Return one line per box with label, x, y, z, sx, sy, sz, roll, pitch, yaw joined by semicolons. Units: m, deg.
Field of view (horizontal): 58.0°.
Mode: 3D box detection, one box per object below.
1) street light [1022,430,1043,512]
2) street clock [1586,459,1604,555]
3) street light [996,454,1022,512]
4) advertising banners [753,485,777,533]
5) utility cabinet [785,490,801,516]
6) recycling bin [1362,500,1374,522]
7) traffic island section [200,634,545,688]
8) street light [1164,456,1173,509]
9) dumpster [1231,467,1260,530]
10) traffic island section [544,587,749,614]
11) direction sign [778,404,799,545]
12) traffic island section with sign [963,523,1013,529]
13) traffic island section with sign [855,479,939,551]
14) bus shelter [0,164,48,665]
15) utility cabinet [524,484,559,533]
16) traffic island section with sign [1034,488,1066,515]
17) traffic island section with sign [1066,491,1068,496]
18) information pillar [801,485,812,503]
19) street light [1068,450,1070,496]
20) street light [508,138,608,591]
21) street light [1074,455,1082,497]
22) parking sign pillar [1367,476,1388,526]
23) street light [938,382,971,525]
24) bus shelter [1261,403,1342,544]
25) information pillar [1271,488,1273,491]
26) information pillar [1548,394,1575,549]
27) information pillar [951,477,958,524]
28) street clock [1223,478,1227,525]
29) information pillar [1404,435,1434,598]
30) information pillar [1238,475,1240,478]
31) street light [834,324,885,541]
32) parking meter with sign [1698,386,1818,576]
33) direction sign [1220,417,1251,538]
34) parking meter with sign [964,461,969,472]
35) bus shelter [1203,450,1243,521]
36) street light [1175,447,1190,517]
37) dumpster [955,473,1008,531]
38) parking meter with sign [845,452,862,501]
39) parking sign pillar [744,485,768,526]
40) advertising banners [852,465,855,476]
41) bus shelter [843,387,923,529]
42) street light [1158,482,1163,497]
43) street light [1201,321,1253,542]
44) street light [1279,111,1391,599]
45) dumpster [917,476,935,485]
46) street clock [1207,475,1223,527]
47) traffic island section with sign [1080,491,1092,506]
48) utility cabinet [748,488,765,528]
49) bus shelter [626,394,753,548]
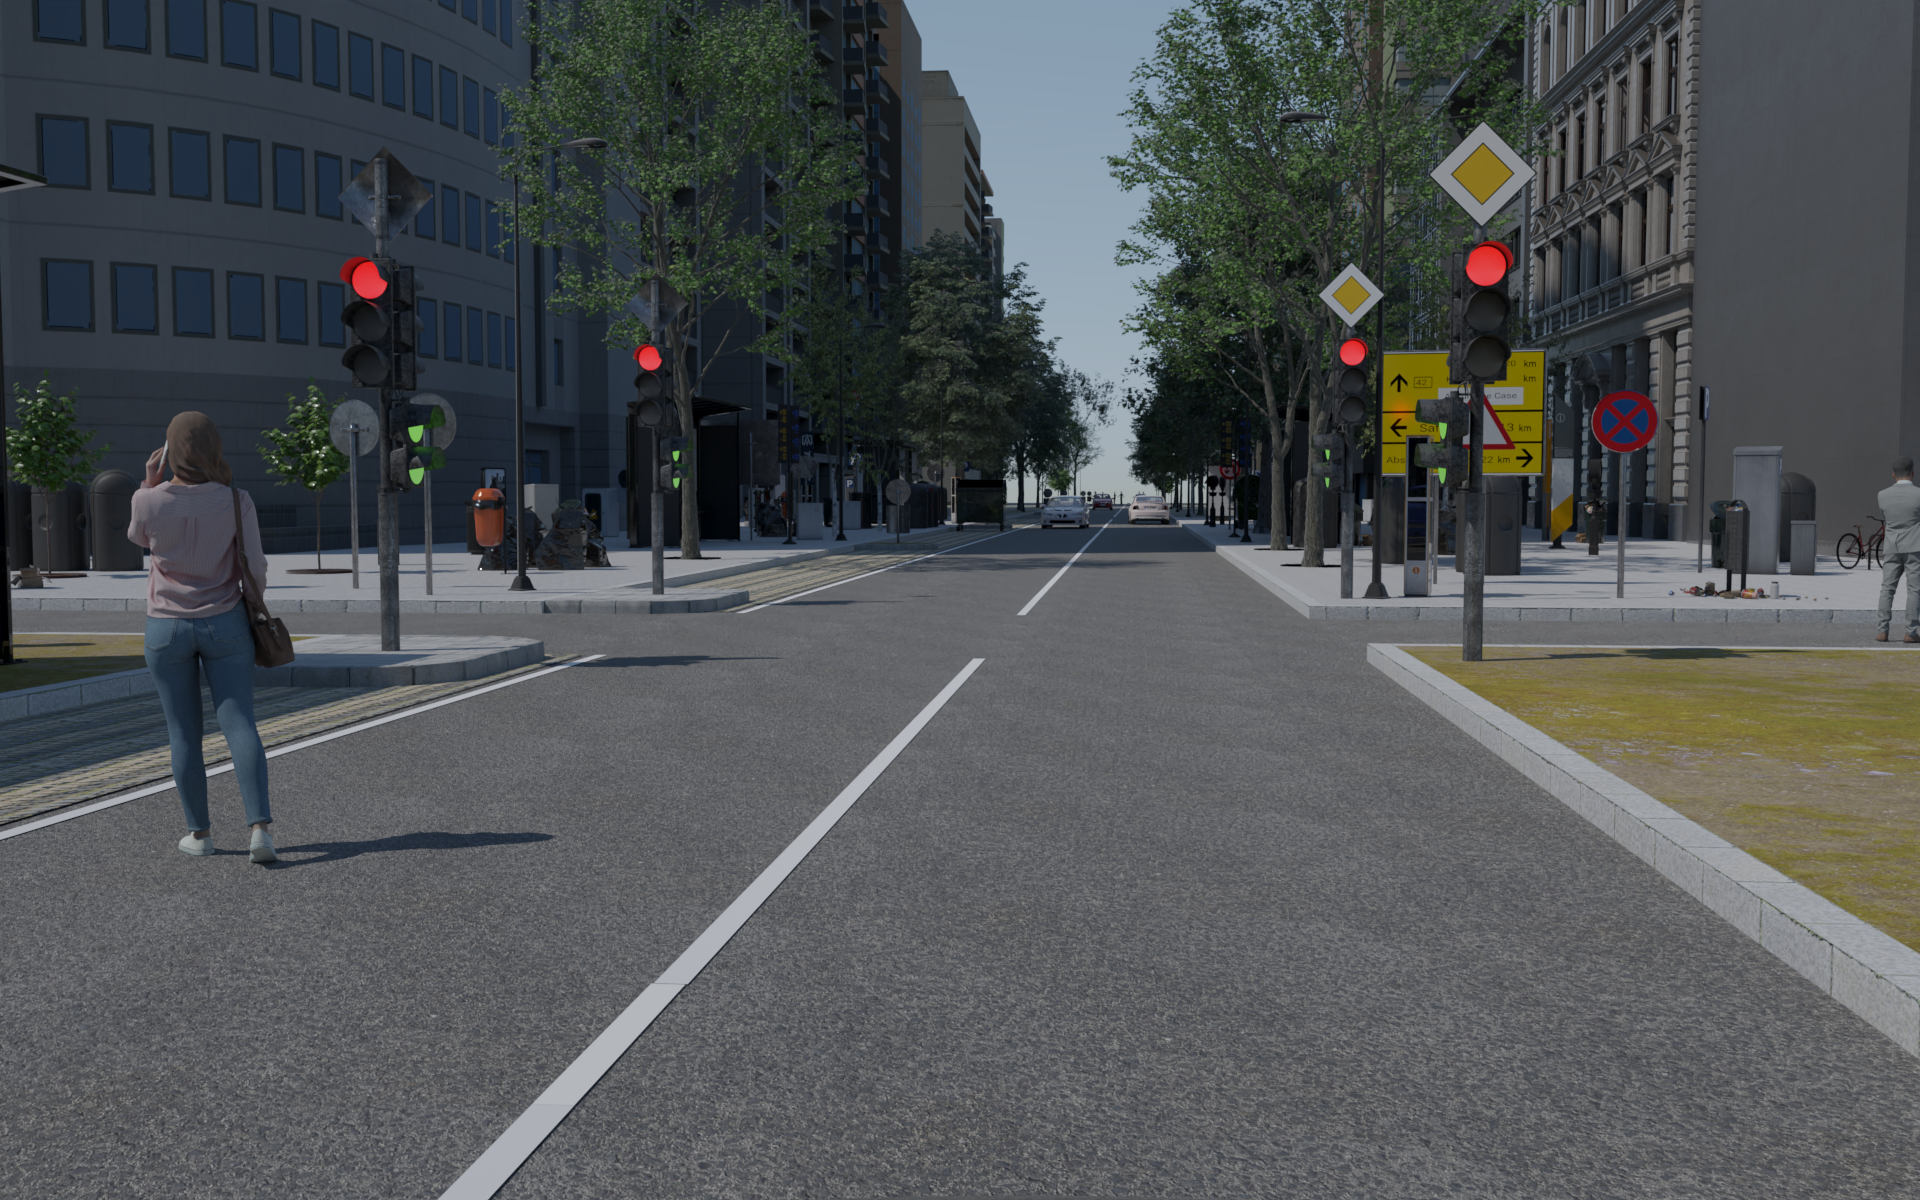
street light;5.115;-9.314;124.823;1.470;5.913;1.316;0;4;6
street clock;13.288;-1.938;36.264;0.358;2.002;0.471;2;4;26
street light;2.669;-7.793;99.964;1.470;5.913;1.316;0;4;6
advertising banners;-6.523;-3.804;58.377;0.090;3.025;2.074;1;4;17
utility cabinet;-9.349;-5.459;97.941;1.173;1.500;0.318;0;4;-8
recycling bin;18.928;-4.086;79.353;0.722;1.027;0.722;-1;4;-20
traffic island section;-4.684;0.494;14.201;2.009;0.180;2.903;0;4;6
street light;12.428;-7.691;98.293;1.470;5.913;1.316;0;4;6
dumpster;10.618;-3.707;63.101;1.502;2.255;1.985;0;4;6
traffic island section;-3.877;0.008;22.146;2.009;0.180;2.903;0;4;6
direction sign;-4.350;-3.185;44.066;0.379;3.537;0.876;2;4;30
traffic island section with sign;1.162;-3.861;71.752;1.989;1.847;2.006;0;4;6
traffic island section with sign;-1.590;-2.200;44.601;1.989;1.847;2.006;0;4;6
bus shelter;-7.925;-1.144;9.995;1.731;3.624;6.357;0;4;6
utility cabinet;-9.305;-1.820;38.431;0.318;1.500;1.173;1;4;13
traffic island section with sign;6.236;-6.916;121.697;1.989;1.847;2.006;0;4;6
traffic island section with sign;8.961;-8.556;148.514;1.989;1.847;2.006;0;4;6
information pillar;-5.762;-3.711;65.163;0.304;2.012;0.304;2;4;31
street light;10.826;-12.767;181.282;1.470;5.913;1.316;0;4;6
street light;-5.290;-3.075;22.814;1.470;5.913;1.316;0;4;6
street light;13.431;-14.263;205.736;1.470;5.913;1.316;0;4;6
parking sign pillar;17.362;-5.024;70.615;1.447;3.967;1.447;2;4;34
street light;-0.223;-6.087;72.066;1.470;5.913;1.316;0;4;6
bus shelter;9.350;-3.443;47.581;1.731;3.624;6.357;0;4;6
information pillar;11.725;-3.673;64.545;0.304;2.012;0.304;3;4;36
information pillar;14.087;-3.007;40.518;0.504;3.616;0.183;0;4;-1
information pillar;-0.172;-4.312;74.988;0.304;2.012;0.304;-3;4;-38
street clock;10.987;-4.156;72.522;0.358;2.002;0.471;1;4;17
information pillar;5.716;-1.045;21.576;0.304;2.012;0.304;2;4;24
information pillar;10.783;-3.760;65.964;0.304;2.012;0.304;3;4;38
street light;-2.733;-4.580;47.419;1.470;5.913;1.316;0;4;6
parking meter with sign;12.739;-1.919;27.644;1.738;3.016;0.543;2;4;30
direction sign;8.133;-3.621;51.195;0.876;3.537;0.379;0;4;3
parking meter with sign;0.401;-5.927;93.172;0.543;3.016;1.738;1;4;13
bus shelter;12.181;-5.224;79.335;2.014;3.302;5.546;0;4;6
street light;9.611;-6.022;71.006;1.470;5.913;1.316;0;4;6
dumpster;0.815;-3.757;66.381;1.985;2.255;1.502;0;4;6
parking meter with sign;-4.468;-4.571;71.000;0.543;3.016;1.738;1;4;10
parking sign pillar;-7.985;-4.977;69.852;1.447;3.967;1.447;-1;4;-10
advertising banners;-5.020;-6.030;94.778;2.074;3.025;0.090;-2;4;-30
bus shelter;-3.049;-5.506;67.648;2.179;5.291;8.768;0;4;6
street light;14.910;-9.195;122.881;1.470;5.913;1.316;0;4;6
street light;7.076;-4.491;45.962;1.470;5.913;1.316;0;4;6
street light;4.578;-2.974;21.161;1.470;5.913;1.316;0;4;6
dumpster;-1.945;-5.423;91.160;1.502;2.255;1.985;0;4;6
street clock;9.816;-3.832;67.228;0.358;2.002;0.471;-2;4;-26
traffic island section with sign;17.301;-13.579;230.639;1.989;1.847;2.006;0;4;6
utility cabinet;-7.742;-3.498;65.865;0.318;1.500;1.173;1;4;10
bus shelter;-6.779;-3.225;44.011;1.731;3.624;6.357;0;4;6
